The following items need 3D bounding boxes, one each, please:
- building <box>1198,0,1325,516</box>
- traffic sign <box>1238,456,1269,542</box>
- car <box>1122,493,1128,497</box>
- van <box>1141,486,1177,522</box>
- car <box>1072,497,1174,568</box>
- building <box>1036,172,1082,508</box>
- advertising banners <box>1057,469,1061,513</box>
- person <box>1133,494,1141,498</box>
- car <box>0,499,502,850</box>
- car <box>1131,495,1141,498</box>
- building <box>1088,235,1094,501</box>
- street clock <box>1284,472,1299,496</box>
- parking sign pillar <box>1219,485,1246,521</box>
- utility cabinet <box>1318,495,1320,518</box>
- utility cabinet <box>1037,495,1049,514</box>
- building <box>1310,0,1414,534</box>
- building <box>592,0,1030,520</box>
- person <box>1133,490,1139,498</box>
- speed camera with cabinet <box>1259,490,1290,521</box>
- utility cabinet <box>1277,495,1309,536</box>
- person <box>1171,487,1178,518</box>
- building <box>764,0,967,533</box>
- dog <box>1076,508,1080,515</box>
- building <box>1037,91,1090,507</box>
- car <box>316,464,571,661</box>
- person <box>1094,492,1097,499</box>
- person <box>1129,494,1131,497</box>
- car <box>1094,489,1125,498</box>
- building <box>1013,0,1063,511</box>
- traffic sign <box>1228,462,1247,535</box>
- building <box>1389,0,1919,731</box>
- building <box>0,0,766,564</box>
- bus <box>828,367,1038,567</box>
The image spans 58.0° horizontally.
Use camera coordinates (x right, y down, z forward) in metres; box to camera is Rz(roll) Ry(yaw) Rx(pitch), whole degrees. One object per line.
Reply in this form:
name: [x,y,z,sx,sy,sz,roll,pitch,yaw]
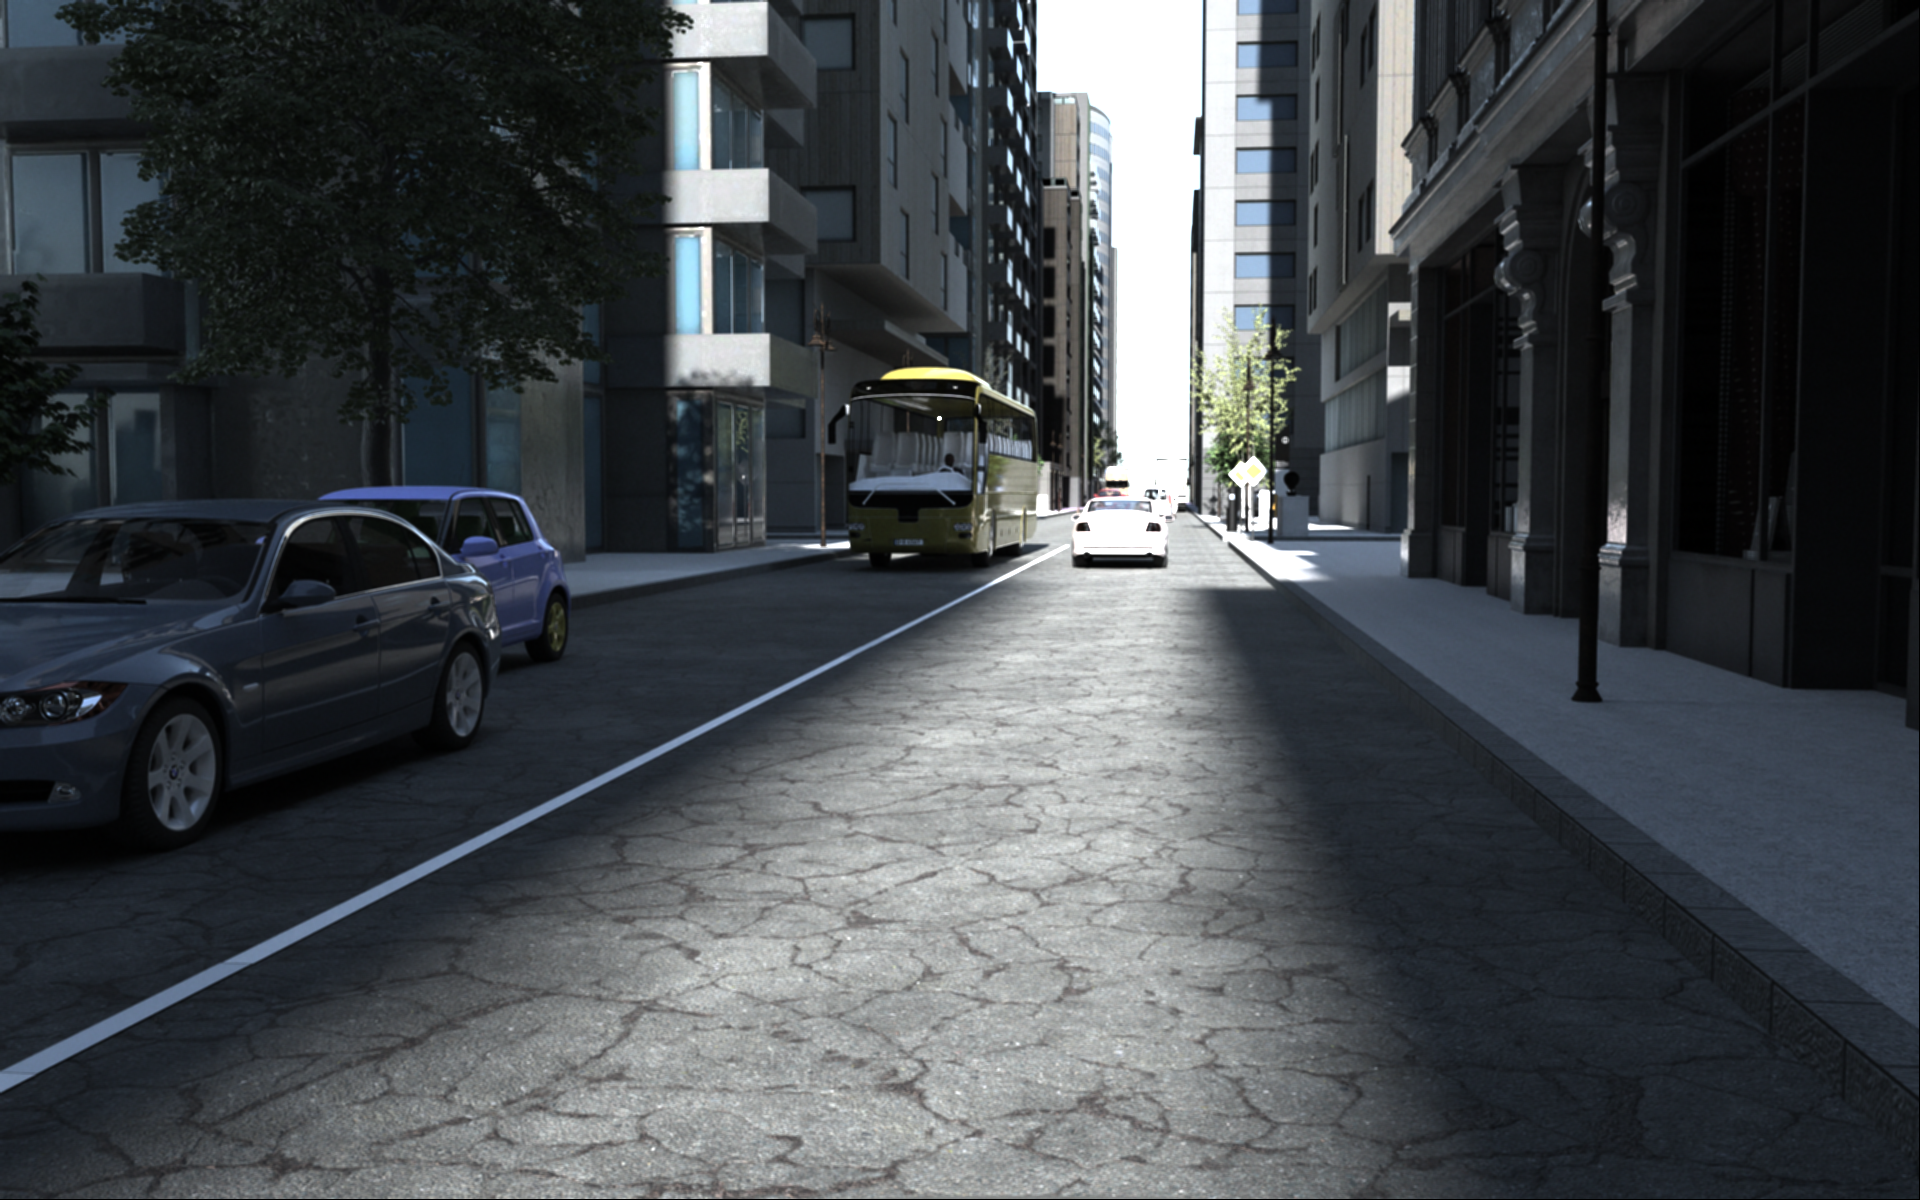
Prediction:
building: [26.278,-34.885,112.369,21.231,58.520,28.212,0,4,7]
traffic sign: [7.794,-2.593,46.041,0.795,2.450,0.064,0,4,7]
car: [13.270,-8.287,144.525,2.155,1.783,4.494,1,4,8]
van: [10.157,-5.043,89.457,2.013,2.044,4.112,1,4,8]
car: [3.279,-1.390,35.083,2.083,1.381,4.827,0,4,7]
building: [3.733,-23.636,158.150,14.160,30.474,14.107,0,4,7]
advertising banners: [6.927,-7.630,120.940,0.090,3.025,2.074,1,4,9]
person: [22.196,-12.701,216.175,1.348,1.822,0.705,1,4,21]
car: [-3.795,0.209,8.578,2.014,1.417,4.499,0,4,8]
car: [28.614,-16.546,283.114,1.945,1.354,3.894,1,4,9]
building: [7.056,-25.345,186.095,14.160,30.474,14.107,0,4,7]
street clock: [10.744,-3.156,56.165,0.471,2.002,0.358,0,4,0]
parking sign pillar: [12.978,-5.699,81.644,1.447,3.967,1.447,1,4,18]
utility cabinet: [19.731,-4.997,92.869,1.020,1.237,0.306,0,4,3]
utility cabinet: [5.113,-6.043,109.965,1.020,1.237,0.306,2,4,25]
building: [27.240,-29.033,63.929,27.495,52.752,28.713,0,4,7]
building: [-7.214,-30.152,112.594,23.786,49.044,30.456,0,4,7]
person: [17.625,-10.109,173.644,0.599,1.838,0.709,0,4,-5]
speed camera with cabinet: [15.182,-5.424,83.024,2.038,3.252,0.660,-3,5,-44]
utility cabinet: [10.215,-2.570,53.186,1.020,1.237,0.306,-2,4,-26]
person: [12.881,-5.865,104.277,0.514,1.842,0.818,2,4,32]
building: [-14.274,-29.327,68.741,28.713,52.752,27.495,0,4,7]
dog: [8.053,-6.049,118.185,0.406,0.507,0.540,-2,4,-28]
building: [5.505,-29.859,171.781,14.154,41.232,14.086,0,4,7]
car: [-4.424,-0.249,13.669,1.945,1.707,3.694,0,4,7]
person: [16.442,-12.239,209.282,0.551,1.740,0.621,-1,4,-21]
person: [25.975,-15.526,265.573,0.991,1.433,0.599,-2,4,-28]
car: [10.966,-7.224,126.777,2.281,1.827,5.304,0,4,7]
building: [-2.084,-42.918,139.958,20.563,71.187,20.611,0,4,7]
traffic sign: [8.756,-3.078,53.968,0.795,2.450,0.064,0,4,7]
building: [11.191,-10.639,24.858,10.553,20.767,40.483,0,4,7]
building: [-19.138,-25.582,37.880,30.456,49.044,23.786,0,4,7]
bus: [-0.137,-2.795,37.242,2.896,3.916,12.252,0,4,8]
